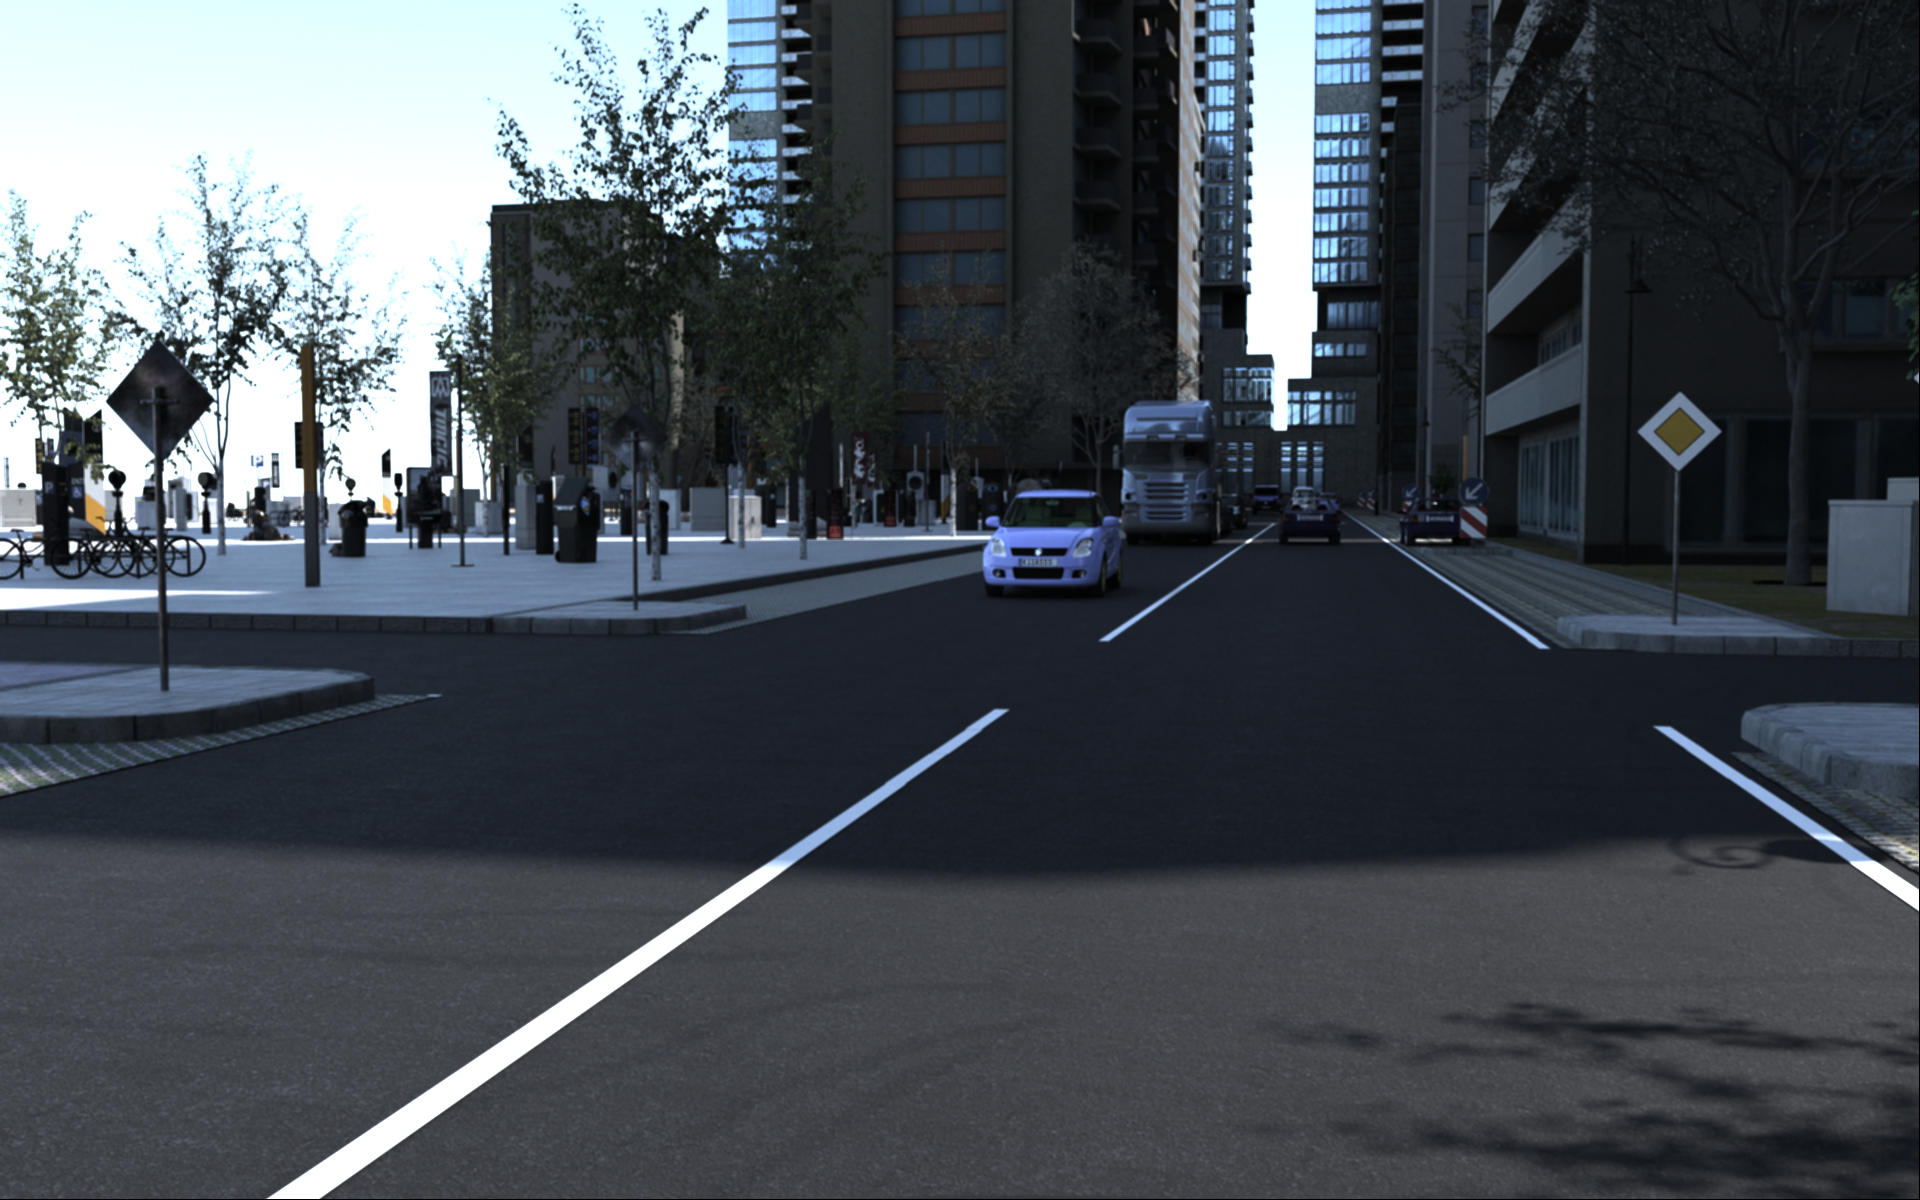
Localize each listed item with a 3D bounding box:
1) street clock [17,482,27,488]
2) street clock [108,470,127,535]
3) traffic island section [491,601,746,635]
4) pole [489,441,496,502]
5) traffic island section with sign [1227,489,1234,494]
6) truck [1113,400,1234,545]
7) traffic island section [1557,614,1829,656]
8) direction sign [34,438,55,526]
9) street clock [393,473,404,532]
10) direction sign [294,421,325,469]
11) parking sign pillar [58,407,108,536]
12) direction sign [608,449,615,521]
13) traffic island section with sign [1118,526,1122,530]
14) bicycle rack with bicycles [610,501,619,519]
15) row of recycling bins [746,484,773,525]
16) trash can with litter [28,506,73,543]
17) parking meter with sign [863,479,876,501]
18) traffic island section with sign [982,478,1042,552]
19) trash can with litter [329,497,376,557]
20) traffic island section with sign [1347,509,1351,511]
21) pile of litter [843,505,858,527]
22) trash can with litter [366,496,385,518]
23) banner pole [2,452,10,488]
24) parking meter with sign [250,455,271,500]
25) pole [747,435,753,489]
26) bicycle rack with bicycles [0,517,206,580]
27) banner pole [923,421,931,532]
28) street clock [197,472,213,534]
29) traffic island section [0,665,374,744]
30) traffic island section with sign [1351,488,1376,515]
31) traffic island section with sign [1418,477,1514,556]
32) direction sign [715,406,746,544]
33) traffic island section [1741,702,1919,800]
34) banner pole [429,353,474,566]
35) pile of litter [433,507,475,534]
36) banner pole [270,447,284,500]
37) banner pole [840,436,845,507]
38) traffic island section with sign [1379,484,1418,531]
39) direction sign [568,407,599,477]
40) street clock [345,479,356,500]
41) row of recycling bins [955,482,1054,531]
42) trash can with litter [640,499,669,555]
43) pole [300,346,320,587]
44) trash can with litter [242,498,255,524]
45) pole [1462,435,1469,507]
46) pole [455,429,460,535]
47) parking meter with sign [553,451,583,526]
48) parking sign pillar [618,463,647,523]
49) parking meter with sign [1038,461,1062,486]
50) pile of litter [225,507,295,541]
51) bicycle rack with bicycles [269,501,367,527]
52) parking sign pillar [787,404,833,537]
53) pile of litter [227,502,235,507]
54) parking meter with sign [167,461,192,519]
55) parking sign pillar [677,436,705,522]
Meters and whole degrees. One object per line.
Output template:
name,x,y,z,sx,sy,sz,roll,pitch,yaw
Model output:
street clock,-56.660,-6.122,104.658,0.471,2.002,0.358,0,4,-6
street clock,-25.521,-2.931,52.491,0.358,2.002,0.471,3,4,37
traffic island section,-3.607,0.192,19.146,2.009,0.180,2.903,1,4,12
pole,-18.075,-4.473,66.973,0.158,3.312,0.155,0,3,0
traffic island section with sign,22.765,-8.363,145.357,1.989,1.847,2.006,1,4,12
truck,7.252,-4.028,55.620,2.967,4.110,18.799,1,4,11
traffic island section,7.011,0.325,16.959,2.009,0.180,2.903,1,4,12
direction sign,-36.836,-4.758,69.786,0.379,3.537,0.876,2,4,24
street clock,-18.937,-3.295,58.448,0.358,2.002,0.471,-1,4,-9
direction sign,-20.301,-3.799,54.109,0.876,3.537,0.379,-2,4,-29
parking sign pillar,-26.973,-3.956,53.159,1.447,3.967,1.447,1,4,13
direction sign,-16.410,-5.472,81.468,0.379,3.537,0.876,0,4,-1
traffic island section with sign,7.193,-3.745,69.859,1.989,1.847,2.006,1,4,12
bicycle rack with bicycles,-17.555,-4.389,85.139,2.852,0.926,2.925,-1,4,-17
row of recycling bins,-8.600,-4.125,74.549,1.069,1.692,3.534,-1,4,-14
trash can with litter,-24.149,-2.114,45.948,1.055,1.170,0.624,-3,5,-41
parking meter with sign,-4.705,-5.766,90.535,1.738,3.016,0.543,0,4,0
traffic island section with sign,1.694,-2.113,43.177,1.989,1.847,2.006,1,4,12
trash can with litter,-12.555,-1.467,35.372,1.055,1.170,0.624,3,5,41
traffic island section with sign,33.170,-8.263,143.728,1.989,1.847,2.006,1,4,12
pile of litter,-4.776,-3.332,68.442,1.719,0.858,1.176,-2,4,-23
trash can with litter,-31.441,-4.995,93.059,1.055,1.170,0.624,0,4,2
banner pole,-56.490,-6.884,102.576,0.863,3.779,0.401,2,4,31
parking meter with sign,-30.539,-4.873,75.942,0.543,3.016,1.738,-3,4,-38
pole,-7.310,-4.067,60.333,0.158,3.312,0.155,0,3,0
bicycle rack with bicycles,-13.187,-0.832,26.980,2.925,0.926,2.852,0,4,1
banner pole,-1.099,-4.228,59.140,0.401,3.779,0.863,0,4,-6
street clock,-24.419,-3.150,56.080,0.471,2.002,0.358,2,4,25
traffic island section,-5.220,0.670,11.325,2.009,0.180,2.903,1,4,12
traffic island section with sign,27.653,-6.628,117.003,1.989,1.847,2.006,1,4,12
traffic island section with sign,11.996,-1.983,41.050,1.989,1.847,2.006,1,4,12
direction sign,-6.020,-3.224,44.706,0.379,3.537,0.876,2,4,32
traffic island section,5.398,0.804,9.138,2.009,0.180,2.903,1,4,12
banner pole,-9.087,-2.496,30.829,0.863,3.779,0.401,1,4,18
pile of litter,-16.638,-2.607,56.583,1.719,0.858,1.176,-3,4,-37
banner pole,-36.055,-6.217,91.667,0.401,3.779,0.863,3,5,44
banner pole,-5.071,-5.177,74.668,0.401,3.779,0.863,-1,4,-19
traffic island section with sign,17.569,-3.635,68.063,1.989,1.847,2.006,1,4,12
direction sign,-9.869,-3.270,45.465,0.876,3.537,0.379,1,4,18
street clock,-28.074,-4.603,79.826,0.471,2.002,0.358,1,4,20
row of recycling bins,1.564,-3.290,60.911,3.534,1.692,1.069,0,4,3
trash can with litter,-6.496,-1.553,36.785,0.624,1.170,1.055,-1,4,-12
pole,-8.976,-1.840,23.924,0.158,3.312,0.155,0,3,0
trash can with litter,-30.566,-3.872,74.696,1.055,1.170,0.624,2,4,31
pole,17.466,-4.036,59.840,0.158,3.312,0.155,0,3,0
pole,-15.774,-3.712,54.540,0.158,3.312,0.155,0,3,0
parking meter with sign,-16.078,-4.538,70.451,1.738,3.016,0.543,3,5,42
parking sign pillar,-14.464,-5.405,76.844,1.447,3.967,1.447,2,4,29
parking meter with sign,4.466,-5.803,91.135,1.738,3.016,0.543,1,4,21
pile of litter,-19.135,-2.061,47.659,1.719,0.858,1.176,2,4,26
bicycle rack with bicycles,-25.321,-3.305,67.412,2.852,0.926,2.925,1,4,16
parking sign pillar,-4.510,-3.902,52.263,1.447,3.967,1.447,1,4,13
pile of litter,-40.221,-4.964,95.131,1.719,0.858,1.176,-3,5,-42
parking meter with sign,-41.006,-5.757,90.380,1.738,3.016,0.543,-2,4,-30
parking sign pillar,-12.355,-5.570,79.545,1.447,3.967,1.447,-3,5,-43
